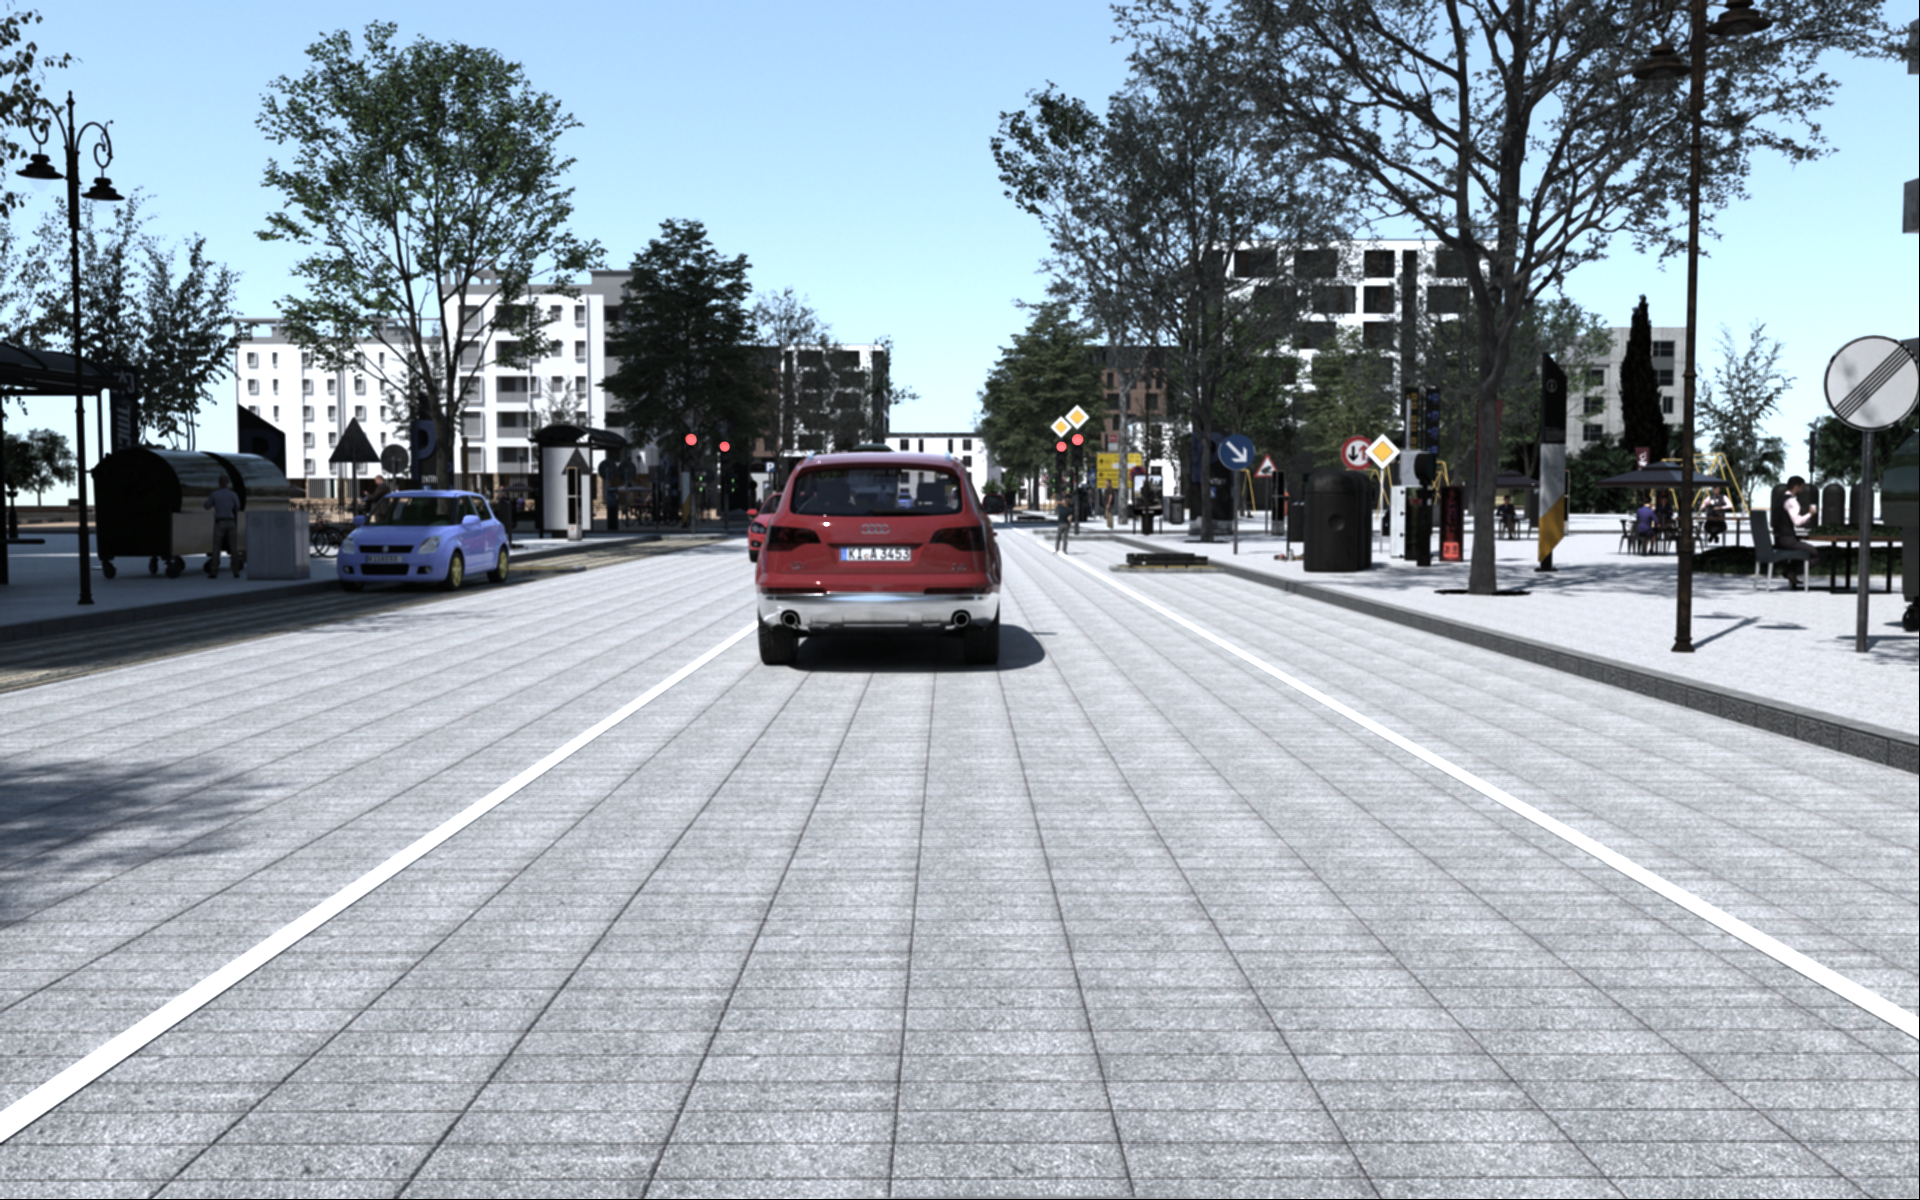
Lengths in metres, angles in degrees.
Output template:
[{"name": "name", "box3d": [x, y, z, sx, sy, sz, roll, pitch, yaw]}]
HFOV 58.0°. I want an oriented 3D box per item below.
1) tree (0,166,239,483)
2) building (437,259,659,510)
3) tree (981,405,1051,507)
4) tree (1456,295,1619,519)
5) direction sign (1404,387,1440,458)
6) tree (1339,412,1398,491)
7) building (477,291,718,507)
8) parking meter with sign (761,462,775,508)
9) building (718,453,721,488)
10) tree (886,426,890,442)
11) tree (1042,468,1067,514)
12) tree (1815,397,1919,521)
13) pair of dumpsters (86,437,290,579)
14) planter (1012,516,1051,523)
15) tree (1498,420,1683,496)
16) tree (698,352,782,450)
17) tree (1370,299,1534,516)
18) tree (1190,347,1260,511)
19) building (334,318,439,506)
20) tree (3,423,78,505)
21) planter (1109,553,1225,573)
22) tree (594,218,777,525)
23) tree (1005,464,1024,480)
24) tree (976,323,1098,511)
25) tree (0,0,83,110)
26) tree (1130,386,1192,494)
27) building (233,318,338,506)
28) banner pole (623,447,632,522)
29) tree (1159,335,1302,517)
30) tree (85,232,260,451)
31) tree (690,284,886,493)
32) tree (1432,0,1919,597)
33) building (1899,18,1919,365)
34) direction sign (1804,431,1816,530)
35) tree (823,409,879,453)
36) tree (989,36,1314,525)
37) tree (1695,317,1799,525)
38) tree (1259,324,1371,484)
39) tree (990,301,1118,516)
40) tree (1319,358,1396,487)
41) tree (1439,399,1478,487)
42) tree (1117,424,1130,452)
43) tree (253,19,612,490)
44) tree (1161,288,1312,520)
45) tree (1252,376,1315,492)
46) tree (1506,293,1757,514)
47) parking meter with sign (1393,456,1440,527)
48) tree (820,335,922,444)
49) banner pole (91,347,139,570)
[{"name": "tree", "box3d": [-19.750, -5.552, 41.135, 4.360, 8.622, 3.978, 0, 3, 0]}, {"name": "building", "box3d": [-33.397, -17.585, 143.942, 16.016, 20.091, 11.380, 0, 4, 0]}, {"name": "tree", "box3d": [5.525, -14.960, 170.352, 9.928, 11.665, 9.643, 0, 3, 0]}, {"name": "tree", "box3d": [29.066, -9.923, 88.004, 9.928, 11.665, 9.643, 0, 3, 0]}, {"name": "direction sign", "box3d": [9.842, -2.751, 36.973, 0.876, 3.537, 0.379, -1, 4, -21]}, {"name": "tree", "box3d": [31.003, -11.145, 132.582, 4.360, 8.622, 3.978, 0, 3, 0]}, {"name": "building", "box3d": [-33.665, -18.282, 165.371, 16.747, 18.905, 31.486, 0, 4, 0]}, {"name": "parking meter with sign", "box3d": [-10.371, -5.936, 93.311, 0.543, 3.016, 1.738, 0, 4, 5]}, {"name": "building", "box3d": [-40.594, -15.516, 195.839, 28.070, 9.664, 9.099, 0, 4, 0]}, {"name": "tree", "box3d": [-10.852, -13.672, 133.908, 12.009, 13.543, 11.850, 0, 3, 0]}, {"name": "tree", "box3d": [6.141, -7.083, 110.409, 1.663, 3.219, 1.824, 0, 3, 0]}, {"name": "tree", "box3d": [47.124, -7.268, 81.740, 11.467, 7.101, 20.602, -2, 4, -26]}, {"name": "pair of dumpsters", "box3d": [-12.488, -1.572, 28.199, 1.574, 2.255, 4.437, 0, 4, 0]}, {"name": "planter", "box3d": [3.535, -4.039, 87.183, 1.991, 0.319, 1.994, 0, 4, 0]}, {"name": "tree", "box3d": [51.382, -10.291, 131.161, 20.602, 7.101, 11.467, 0, 4, -1]}, {"name": "tree", "box3d": [-11.288, -8.463, 88.726, 4.360, 8.622, 3.978, 0, 3, 0]}, {"name": "tree", "box3d": [29.062, -11.037, 98.588, 7.486, 12.596, 7.792, 0, 3, 0]}, {"name": "tree", "box3d": [21.098, -12.976, 130.278, 7.486, 12.596, 7.792, 0, 3, 0]}, {"name": "building", "box3d": [-60.302, -20.523, 191.968, 11.380, 20.091, 16.016, 0, 4, 0]}, {"name": "tree", "box3d": [-67.486, -9.333, 115.493, 11.467, 7.101, 20.602, 0, 4, -5]}, {"name": "planter", "box3d": [3.800, -0.681, 32.282, 1.991, 0.319, 1.994, 0, 4, 0]}, {"name": "tree", "box3d": [-11.516, -9.414, 72.046, 7.486, 12.596, 7.792, 0, 3, 0]}, {"name": "tree", "box3d": [6.415, -15.477, 203.410, 4.360, 8.622, 3.978, 0, 3, 0]}, {"name": "tree", "box3d": [5.631, -13.634, 129.564, 9.857, 13.997, 8.962, 0, 3, 0]}, {"name": "tree", "box3d": [-10.135, -3.959, 15.094, 4.360, 8.622, 3.978, 0, 3, 0]}, {"name": "tree", "box3d": [14.464, -10.144, 116.223, 4.360, 8.622, 3.978, 0, 3, 0]}, {"name": "building", "box3d": [-71.683, -20.531, 192.108, 11.380, 20.091, 16.016, 0, 4, 0]}, {"name": "banner pole", "box3d": [-15.384, -5.523, 80.324, 0.401, 3.779, 0.863, 1, 4, 15]}, {"name": "tree", "box3d": [15.718, -9.972, 97.460, 8.767, 10.594, 7.601, -2, 4, -34]}, {"name": "tree", "box3d": [-21.652, -5.962, 47.843, 4.737, 8.622, 4.395, 0, 3, 0]}, {"name": "tree", "box3d": [-10.683, -11.702, 101.701, 12.009, 13.543, 11.850, 0, 3, 0]}, {"name": "tree", "box3d": [6.753, -6.804, 21.623, 12.009, 13.543, 11.850, 0, 3, 0]}, {"name": "building", "box3d": [30.459, -24.707, 23.575, 23.786, 49.044, 30.456, 0, 4, 0]}, {"name": "direction sign", "box3d": [30.747, -4.315, 62.547, 0.379, 3.537, 0.876, 3, 4, 36]}, {"name": "tree", "box3d": [-11.167, -15.049, 180.465, 8.767, 10.594, 7.601, 3, 5, 40]}, {"name": "tree", "box3d": [8.076, -13.170, 71.219, 12.611, 20.169, 13.585, 0, 3, 0]}, {"name": "tree", "box3d": [32.274, -7.423, 71.726, 4.360, 8.622, 3.978, 0, 3, 0]}, {"name": "tree", "box3d": [25.767, -12.117, 116.239, 7.486, 12.596, 7.792, 0, 3, 0]}, {"name": "tree", "box3d": [5.627, -11.261, 102.251, 7.486, 12.596, 7.792, 0, 3, 0]}, {"name": "tree", "box3d": [20.385, -8.497, 89.282, 4.737, 8.622, 4.395, 0, 3, 0]}, {"name": "tree", "box3d": [30.944, -9.589, 107.143, 4.737, 8.622, 4.395, 0, 3, 0]}, {"name": "tree", "box3d": [13.297, -10.686, 125.075, 4.360, 8.622, 3.978, 0, 3, 0]}, {"name": "tree", "box3d": [-11.421, -6.870, 38.083, 9.928, 11.665, 9.643, 0, 3, 0]}, {"name": "tree", "box3d": [13.734, -9.821, 86.330, 9.928, 11.665, 9.643, 0, 3, 0]}, {"name": "tree", "box3d": [19.874, -9.519, 105.996, 4.360, 8.622, 3.978, 0, 3, 0]}, {"name": "tree", "box3d": [45.297, -13.228, 118.103, 18.604, 14.587, 13.155, -3, 5, -41]}, {"name": "parking meter with sign", "box3d": [17.598, -4.308, 66.692, 1.738, 3.016, 0.543, 0, 4, 6]}, {"name": "tree", "box3d": [-10.684, -21.314, 204.379, 12.611, 20.169, 13.585, 0, 3, 0]}, {"name": "banner pole", "box3d": [-14.398, -2.416, 29.526, 0.863, 3.779, 0.401, 0, 4, -8]}]
